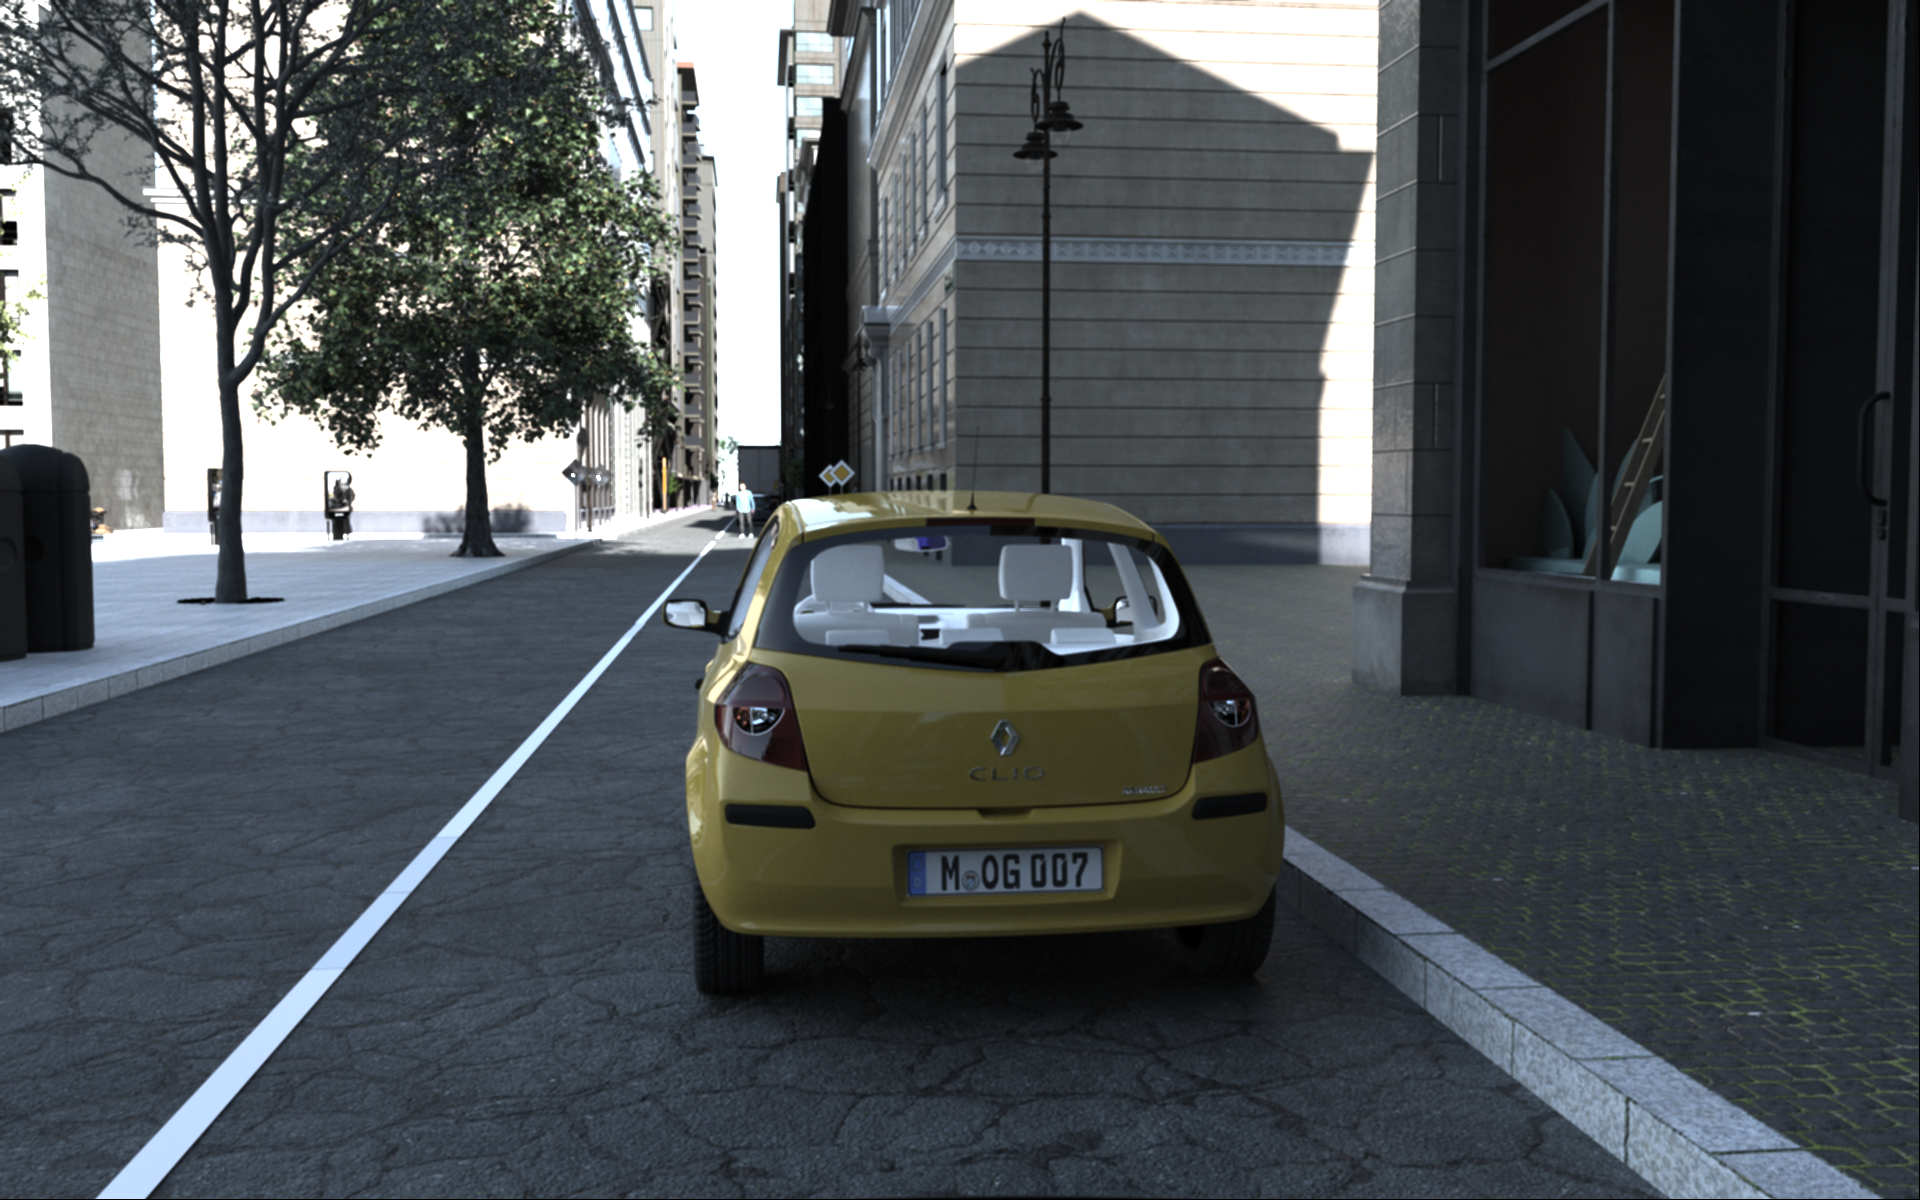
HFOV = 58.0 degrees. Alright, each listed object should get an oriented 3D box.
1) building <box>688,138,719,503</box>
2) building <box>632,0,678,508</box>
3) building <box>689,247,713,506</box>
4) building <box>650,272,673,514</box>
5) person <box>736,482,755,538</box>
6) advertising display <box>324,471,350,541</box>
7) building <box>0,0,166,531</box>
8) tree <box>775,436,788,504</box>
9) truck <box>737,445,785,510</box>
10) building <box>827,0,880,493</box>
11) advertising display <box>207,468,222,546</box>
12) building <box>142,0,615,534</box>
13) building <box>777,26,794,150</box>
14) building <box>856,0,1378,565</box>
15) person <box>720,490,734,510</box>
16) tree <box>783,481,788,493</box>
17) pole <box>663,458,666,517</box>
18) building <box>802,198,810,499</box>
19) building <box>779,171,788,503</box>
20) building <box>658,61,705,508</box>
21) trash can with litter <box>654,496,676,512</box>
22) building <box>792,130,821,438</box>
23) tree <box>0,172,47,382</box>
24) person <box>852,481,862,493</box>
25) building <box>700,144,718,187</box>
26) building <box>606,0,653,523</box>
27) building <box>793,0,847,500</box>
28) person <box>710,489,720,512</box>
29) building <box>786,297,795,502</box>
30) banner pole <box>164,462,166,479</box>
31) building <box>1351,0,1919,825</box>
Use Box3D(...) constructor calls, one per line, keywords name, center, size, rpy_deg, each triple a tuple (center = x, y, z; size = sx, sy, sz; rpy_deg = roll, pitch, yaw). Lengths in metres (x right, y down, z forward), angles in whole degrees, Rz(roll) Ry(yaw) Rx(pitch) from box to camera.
Box3D(name="building", center=(-44.327, -37.588, 238.264), size=(21.300, 48.544, 21.600), rpy_deg=(0, 4, -7))
Box3D(name="building", center=(-37.282, -33.890, 143.339), size=(28.713, 52.752, 27.495), rpy_deg=(0, 4, -7))
Box3D(name="building", center=(-35.437, -25.838, 194.148), size=(14.160, 30.474, 14.107), rpy_deg=(0, 4, -7))
Box3D(name="building", center=(-27.406, -15.023, 113.085), size=(16.820, 18.784, 16.811), rpy_deg=(0, 4, -7))
Box3D(name="person", center=(-7.073, -2.982, 57.278), size=(0.660, 1.820, 0.620), rpy_deg=(1, 4, 10))
Box3D(name="advertising display", center=(-17.254, -2.617, 47.997), size=(0.123, 1.923, 0.974), rpy_deg=(1, 4, 17))
Box3D(name="building", center=(-37.463, -12.438, 58.109), size=(16.860, 20.320, 10.420), rpy_deg=(0, 4, -7))
Box3D(name="tree", center=(-22.605, -16.608, 221.899), size=(4.737, 8.622, 4.395), rpy_deg=(0, 3, 0))
Box3D(name="truck", center=(-11.999, -7.070, 104.506), size=(2.839, 4.237, 11.283), rpy_deg=(0, 4, -5))
Box3D(name="building", center=(10.257, -14.298, 67.056), size=(30.059, 22.955, 16.112), rpy_deg=(0, 4, -7))
Box3D(name="advertising display", center=(-18.567, -2.333, 43.359), size=(0.123, 1.923, 0.974), rpy_deg=(0, 4, -1))
Box3D(name="building", center=(-20.282, -17.077, 65.106), size=(13.634, 28.700, 20.117), rpy_deg=(0, 4, -7))
Box3D(name="building", center=(-5.943, -37.067, 195.288), size=(28.713, 52.752, 27.495), rpy_deg=(0, 4, -7))
Box3D(name="building", center=(4.891, -15.565, 40.391), size=(13.634, 28.700, 20.117), rpy_deg=(0, 4, -7))
Box3D(name="person", center=(-21.435, -9.221, 159.249), size=(1.348, 1.826, 0.705), rpy_deg=(0, 4, -2))
Box3D(name="tree", center=(-21.337, -13.611, 217.139), size=(1.663, 3.219, 1.824), rpy_deg=(0, 3, 0))
Box3D(name="pole", center=(-16.644, -6.341, 97.510), size=(0.158, 3.312, 0.155), rpy_deg=(0, 3, 0))
Box3D(name="building", center=(-2.747, -16.584, 100.820), size=(12.332, 23.373, 15.834), rpy_deg=(0, 4, -7))
Box3D(name="building", center=(-17.425, -35.761, 234.807), size=(14.600, 45.320, 14.200), rpy_deg=(0, 4, -7))
Box3D(name="building", center=(-36.933, -31.640, 171.944), size=(22.147, 44.769, 28.867), rpy_deg=(0, 4, -7))
Box3D(name="trash can with litter", center=(-21.541, -6.948, 124.662), size=(2.233, 1.210, 1.678), rpy_deg=(1, 4, 11))
Box3D(name="building", center=(-4.374, -20.399, 120.917), size=(14.401, 28.519, 23.554), rpy_deg=(0, 4, -7))
Box3D(name="tree", center=(-21.257, -5.253, 36.249), size=(4.737, 8.622, 4.395), rpy_deg=(0, 3, 0))
Box3D(name="person", center=(-3.127, -2.708, 52.794), size=(0.581, 1.822, 0.654), rpy_deg=(-2, 4, -35))
Box3D(name="building", center=(-51.094, -41.148, 262.014), size=(28.713, 52.752, 27.495), rpy_deg=(0, 4, -7))
Box3D(name="building", center=(-22.428, -19.108, 89.908), size=(11.434, 29.767, 29.804), rpy_deg=(0, 4, -7))
Box3D(name="building", center=(-6.887, -28.238, 145.289), size=(14.154, 41.232, 14.086), rpy_deg=(0, 4, -7))
Box3D(name="person", center=(-20.077, -8.137, 141.550), size=(0.705, 1.824, 1.348), rpy_deg=(-3, 5, -45))
Box3D(name="building", center=(-2.687, -19.756, 168.047), size=(27.650, 21.520, 28.899), rpy_deg=(0, 4, -7))
Box3D(name="banner pole", center=(-44.349, -6.527, 96.739), size=(0.863, 3.779, 0.401), rpy_deg=(0, 4, 4))
Box3D(name="building", center=(7.252, -9.758, 10.459), size=(10.553, 20.767, 40.483), rpy_deg=(0, 4, -7))
